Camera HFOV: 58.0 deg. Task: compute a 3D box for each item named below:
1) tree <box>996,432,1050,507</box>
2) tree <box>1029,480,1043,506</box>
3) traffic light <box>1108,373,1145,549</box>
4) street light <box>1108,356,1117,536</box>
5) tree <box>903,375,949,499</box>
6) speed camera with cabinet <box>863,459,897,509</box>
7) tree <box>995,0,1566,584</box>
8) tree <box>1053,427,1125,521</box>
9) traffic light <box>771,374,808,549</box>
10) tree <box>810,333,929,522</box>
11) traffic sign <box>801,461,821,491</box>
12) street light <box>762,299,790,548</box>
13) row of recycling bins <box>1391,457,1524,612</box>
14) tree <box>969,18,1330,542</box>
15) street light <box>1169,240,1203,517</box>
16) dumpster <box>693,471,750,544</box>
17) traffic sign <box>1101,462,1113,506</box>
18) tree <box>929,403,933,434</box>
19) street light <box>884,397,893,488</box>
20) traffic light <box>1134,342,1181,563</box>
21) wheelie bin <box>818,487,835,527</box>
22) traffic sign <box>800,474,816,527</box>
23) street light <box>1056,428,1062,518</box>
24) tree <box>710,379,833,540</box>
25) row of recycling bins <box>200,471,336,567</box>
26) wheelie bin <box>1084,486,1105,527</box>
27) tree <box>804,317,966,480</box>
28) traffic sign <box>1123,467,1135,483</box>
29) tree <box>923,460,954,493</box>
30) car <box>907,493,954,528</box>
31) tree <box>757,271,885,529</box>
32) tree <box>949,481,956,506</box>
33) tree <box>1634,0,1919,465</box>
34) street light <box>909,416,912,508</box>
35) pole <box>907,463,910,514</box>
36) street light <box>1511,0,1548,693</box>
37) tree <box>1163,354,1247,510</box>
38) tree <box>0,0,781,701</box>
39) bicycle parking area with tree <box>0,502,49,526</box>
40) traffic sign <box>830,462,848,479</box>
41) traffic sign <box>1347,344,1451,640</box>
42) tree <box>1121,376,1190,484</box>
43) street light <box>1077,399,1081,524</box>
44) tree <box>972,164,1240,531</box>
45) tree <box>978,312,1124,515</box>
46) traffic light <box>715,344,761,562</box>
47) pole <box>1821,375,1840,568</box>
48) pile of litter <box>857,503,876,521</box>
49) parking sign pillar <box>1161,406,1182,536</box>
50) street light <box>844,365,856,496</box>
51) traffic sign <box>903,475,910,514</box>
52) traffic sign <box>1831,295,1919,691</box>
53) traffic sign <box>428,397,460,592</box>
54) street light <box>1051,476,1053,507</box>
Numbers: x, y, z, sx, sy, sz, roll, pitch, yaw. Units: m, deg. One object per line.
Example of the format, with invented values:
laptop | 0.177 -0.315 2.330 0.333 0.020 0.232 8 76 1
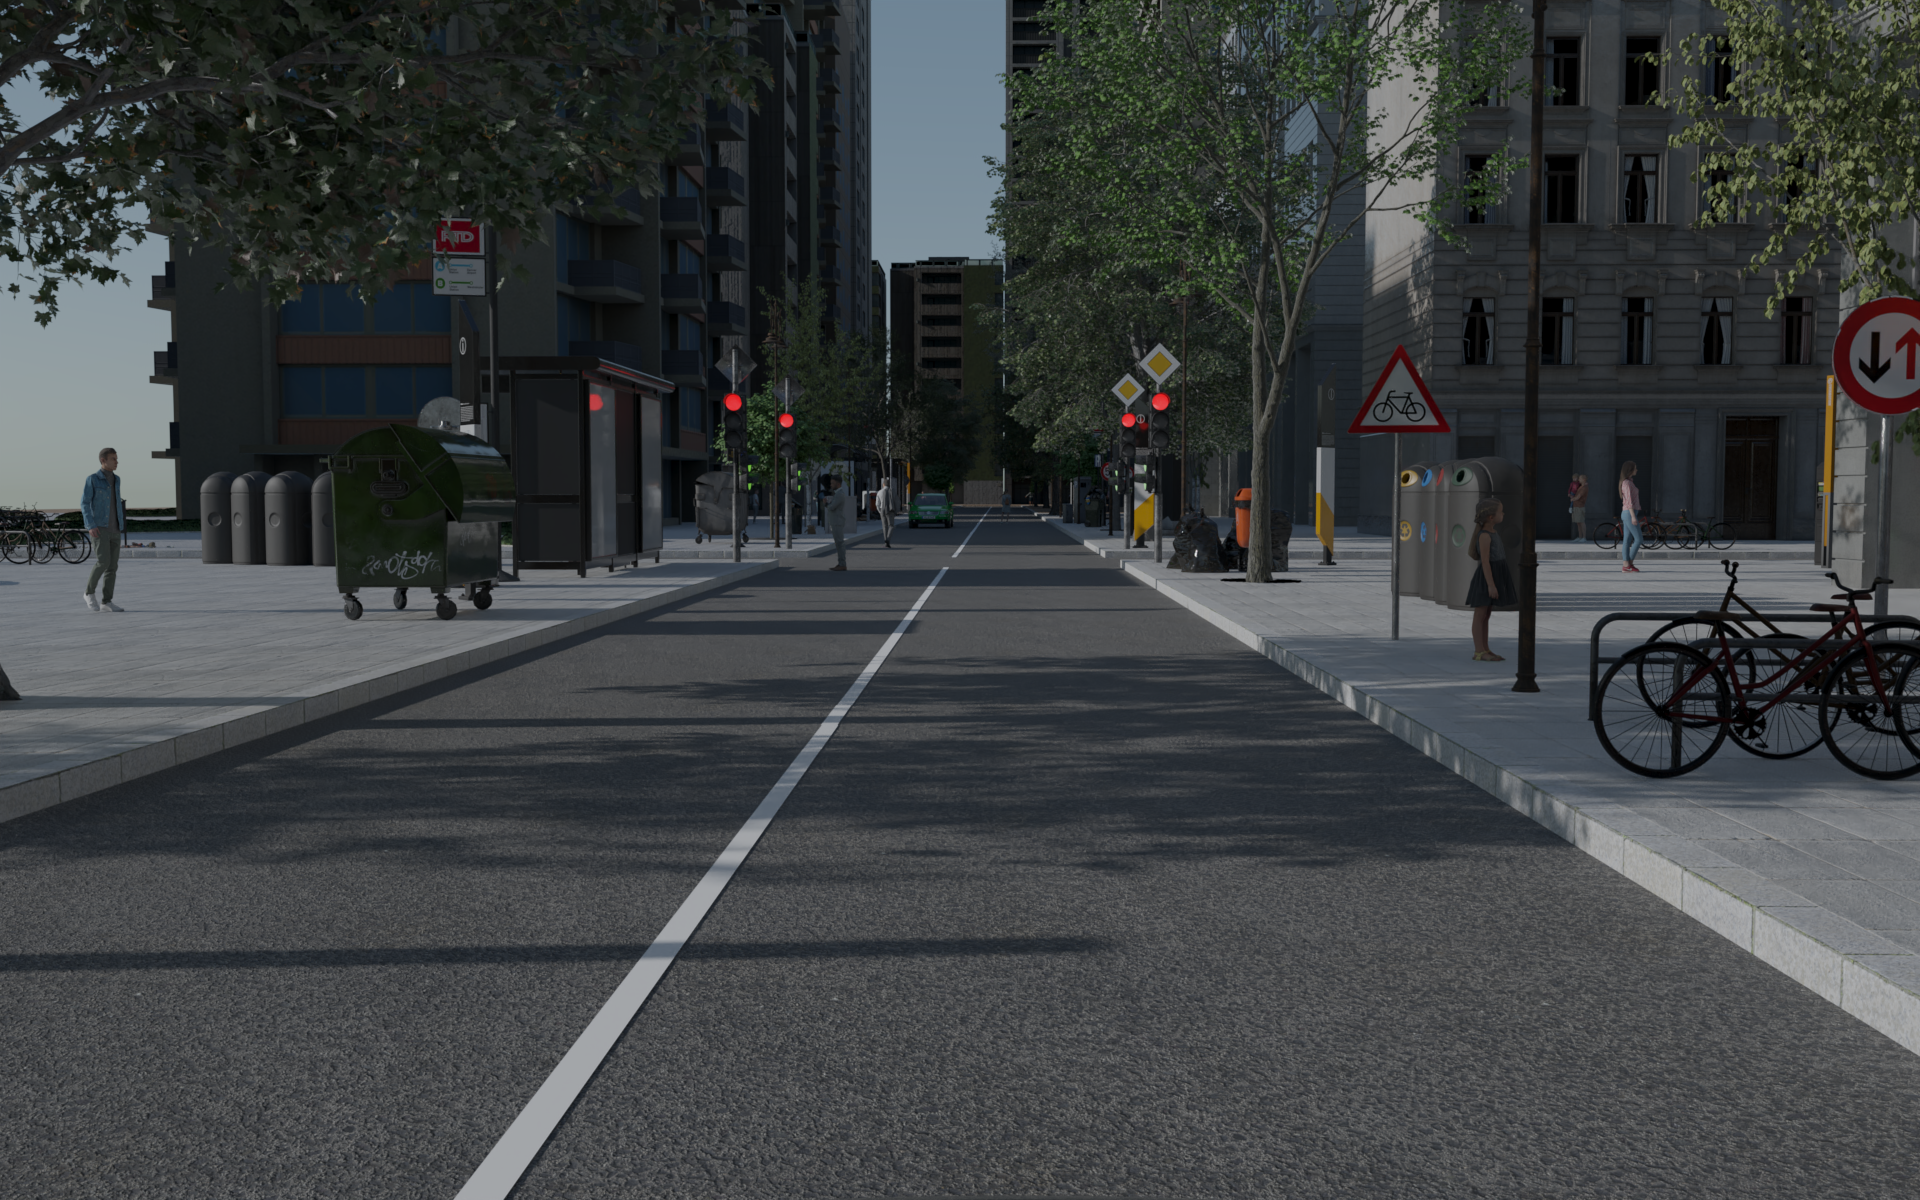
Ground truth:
tree | 7.218 -15.614 173.416 7.486 12.596 7.792 0 3 0
tree | 8.019 -11.878 188.809 1.663 3.219 1.824 0 3 0
traffic light | 3.873 -3.139 40.247 0.839 4.253 0.868 0 4 1
street light | 4.641 -4.915 53.145 0.468 5.910 1.993 0 4 1
tree | -1.427 -16.967 184.062 9.857 13.997 8.962 0 3 0
speed camera with cabinet | -4.504 -6.273 96.899 2.038 3.252 0.660 3 4 36
tree | 4.536 -6.063 24.889 9.928 11.665 9.643 0 3 0
tree | 6.119 -6.003 81.868 4.285 4.588 4.351 0 3 0
traffic light | -3.987 -3.150 40.415 0.839 4.253 0.868 0 4 1
tree | -4.408 -7.857 78.826 4.360 8.622 3.978 0 3 0
traffic sign | -5.368 -3.788 62.036 0.768 2.556 0.104 0 4 6
street light | -4.363 -4.185 41.208 0.468 5.910 1.993 0 4 1
row of recycling bins | 5.942 -0.823 20.576 1.069 1.692 3.534 0 4 1
tree | 5.138 -8.567 46.719 9.857 13.997 8.962 0 3 0
street light | 4.106 -3.602 31.680 0.468 5.910 1.993 0 4 1
dumpster | -6.184 -2.399 44.981 1.264 1.857 1.865 0 4 1
traffic sign | 5.945 -4.187 68.558 0.768 2.556 0.104 0 4 5
tree | -3.777 -10.248 117.921 4.360 8.622 3.978 0 3 0
street light | -3.375 -6.724 82.726 0.468 5.910 1.993 0 4 1
traffic light | 3.685 -2.651 32.264 0.839 4.253 0.868 0 4 1
wheelie bin | -5.099 -3.629 67.243 0.693 1.594 0.980 1 4 12
traffic sign | -5.994 -4.099 67.027 0.884 2.594 0.081 0 4 7
street light | 5.490 -7.433 94.324 0.468 5.910 1.993 0 4 1
tree | -5.413 -3.995 49.038 4.285 4.588 4.351 0 3 0
row of recycling bins | -12.395 -1.490 31.479 3.534 1.692 1.069 2 4 25
wheelie bin | 5.220 -3.625 67.170 0.693 1.594 0.980 2 4 24
tree | -3.856 -9.557 90.666 8.767 10.594 7.601 -1 4 -18
traffic sign | 7.442 -4.739 77.595 0.768 2.556 0.104 0 4 3
tree | -2.026 -11.113 165.408 4.285 4.588 4.351 0 3 0
car | -1.217 -3.961 73.564 1.959 1.807 4.718 0 4 2
tree | -4.897 -6.539 57.277 4.737 8.622 4.395 0 3 0
tree | -0.954 -12.161 193.433 1.663 3.219 1.824 0 3 0
tree | 8.019 -3.924 14.527 4.737 8.622 4.395 0 3 0
street light | -2.942 -7.983 103.315 0.468 5.910 1.993 0 4 1
pole | -3.340 -7.313 113.402 0.158 3.312 0.155 0 3 0
street light | 3.682 -2.343 11.090 0.468 5.910 1.993 0 4 1
tree | 11.206 -7.994 81.060 4.737 8.622 4.395 0 3 0
tree | -6.257 -5.707 10.324 9.611 12.733 9.660 0 3 0
bicycle parking area with tree | -41.608 -5.069 69.882 9.016 4.147 8.231 -1 4 -22
traffic sign | -4.738 -4.154 68.016 0.768 2.556 0.104 1 4 9
traffic sign | 3.829 -0.927 15.160 0.884 2.594 0.081 0 4 5
tree | 11.226 -8.918 96.164 4.360 8.622 3.978 0 3 0
street light | 5.067 -6.174 73.734 0.468 5.910 1.993 0 4 1
tree | 5.396 -9.171 60.319 12.009 13.543 11.850 0 3 0
tree | 5.793 -11.535 105.612 9.611 12.733 9.660 0 3 0
traffic light | -4.174 -2.661 32.432 0.839 4.253 0.868 0 4 1
pole | 15.011 -2.202 29.849 0.158 3.312 0.155 0 3 0
pile of litter | -4.784 -4.173 82.196 1.719 0.858 1.176 -1 4 -9
parking sign pillar | 6.549 -3.990 53.716 1.447 3.967 1.447 -1 4 -15
street light | -3.971 -5.465 62.140 0.468 5.910 1.993 0 4 1
traffic sign | -3.669 -6.895 112.840 0.768 2.556 0.104 0 4 7
traffic sign | 5.988 -0.679 11.213 0.768 2.556 0.104 0 4 3
traffic sign | -6.732 -1.380 22.665 0.768 2.556 0.104 0 4 6
street light | 6.113 -8.699 115.011 0.468 5.910 1.993 0 4 1
